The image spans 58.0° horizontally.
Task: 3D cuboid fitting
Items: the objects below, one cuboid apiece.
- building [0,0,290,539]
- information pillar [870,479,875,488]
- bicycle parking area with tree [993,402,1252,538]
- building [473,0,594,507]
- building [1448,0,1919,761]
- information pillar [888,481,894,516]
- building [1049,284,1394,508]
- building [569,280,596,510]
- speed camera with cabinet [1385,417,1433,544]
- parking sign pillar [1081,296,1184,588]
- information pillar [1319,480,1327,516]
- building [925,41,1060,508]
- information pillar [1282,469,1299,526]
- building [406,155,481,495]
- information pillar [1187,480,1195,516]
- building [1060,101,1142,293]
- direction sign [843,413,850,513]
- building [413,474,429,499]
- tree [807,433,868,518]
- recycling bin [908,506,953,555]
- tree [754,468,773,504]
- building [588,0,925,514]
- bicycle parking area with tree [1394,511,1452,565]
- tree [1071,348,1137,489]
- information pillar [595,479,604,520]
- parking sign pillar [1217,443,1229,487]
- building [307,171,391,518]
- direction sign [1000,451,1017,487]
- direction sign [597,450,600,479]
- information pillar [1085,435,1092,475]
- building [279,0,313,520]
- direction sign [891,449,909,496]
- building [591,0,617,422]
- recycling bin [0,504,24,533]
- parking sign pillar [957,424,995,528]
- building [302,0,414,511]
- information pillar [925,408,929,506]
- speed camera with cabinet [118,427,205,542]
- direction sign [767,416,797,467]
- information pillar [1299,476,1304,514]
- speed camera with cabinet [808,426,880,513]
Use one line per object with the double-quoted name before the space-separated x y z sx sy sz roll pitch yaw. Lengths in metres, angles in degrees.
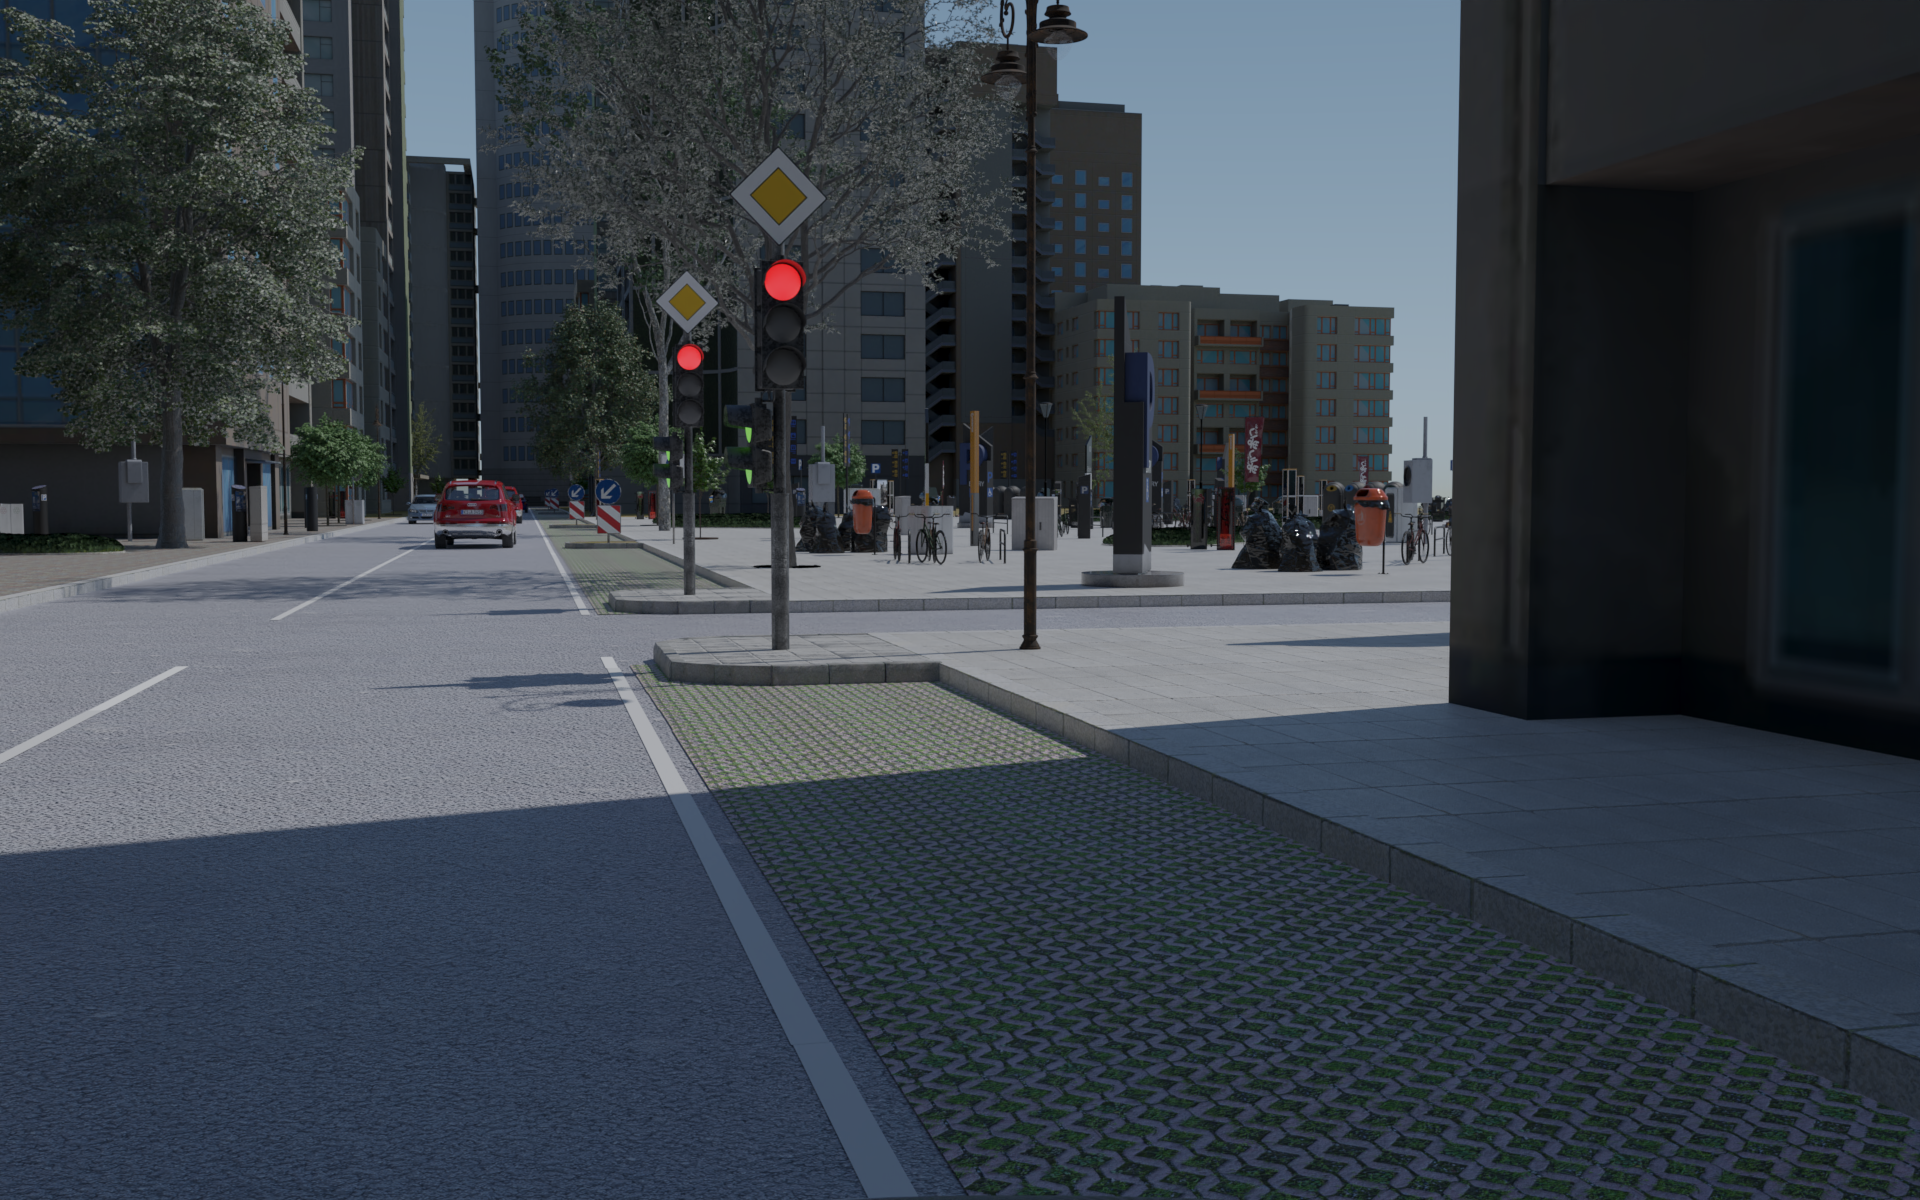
"building" -29.487 -24.683 53.677 14.600 45.320 14.200 -1 4 -14
"information pillar" -4.318 -5.051 87.071 0.304 2.012 0.304 -2 4 -28
"bicycle parking area with tree" 5.199 -4.138 54.665 8.231 4.147 9.016 0 4 0
"building" -37.650 -39.485 187.578 28.212 58.520 21.231 -1 4 -14
"building" 15.899 -23.113 1.606 21.300 48.544 21.600 -1 4 -14
"information pillar" -3.909 -5.625 96.468 0.304 2.012 0.304 3 5 40
"building" 22.755 -19.898 170.366 28.899 21.520 27.650 -1 4 -14
"building" -20.933 -19.086 157.089 27.650 21.520 28.899 -1 4 -14
"speed camera with cabinet" 11.647 -3.099 45.005 0.660 3.252 2.038 0 4 -5
"parking sign pillar" 2.430 -2.190 24.278 1.447 3.967 1.447 1 4 12
"information pillar" 18.750 -5.196 89.441 0.304 2.012 0.304 -1 4 -9
"building" 0.499 -31.783 169.758 14.200 45.320 14.600 -1 4 -14
"information pillar" 9.640 -2.826 50.704 0.304 2.012 0.304 -1 4 -20
"building" -64.415 -30.314 187.516 23.993 40.220 32.217 -1 4 -14
"information pillar" 11.754 -5.115 88.121 0.304 2.012 0.304 -1 4 -15
"building" 11.555 -33.487 197.627 14.200 45.320 14.600 -1 4 -14
"direction sign" -3.189 -3.473 48.788 0.379 3.537 0.876 0 4 7
"building" -62.231 -30.343 150.738 28.867 44.769 22.147 -1 4 -14
"tree" -6.525 -6.665 92.686 4.285 4.588 4.351 0 3 0
"recycling bin" -0.631 -1.490 36.911 0.722 1.027 0.722 -3 5 -44
"tree" -9.264 -5.403 82.936 1.663 3.219 1.824 0 3 0
"building" -14.619 -41.482 116.486 20.563 71.187 20.611 -1 4 -14
"bicycle parking area with tree" 12.577 -2.815 33.032 8.231 4.147 9.016 2 4 35
"tree" 7.938 -8.386 87.474 4.737 8.622 4.395 0 3 0
"information pillar" -17.875 -4.985 85.989 0.304 2.012 0.304 2 4 32
"parking sign pillar" 13.714 -6.236 90.437 1.447 3.967 1.447 1 4 17
"building" -49.837 -15.822 103.724 27.650 21.520 28.899 -1 4 -14
"direction sign" 2.539 -6.015 90.335 0.876 3.537 0.379 0 4 8
"direction sign" -18.437 -5.900 88.454 0.379 3.537 0.876 0 4 -5
"information pillar" 5.097 -4.735 68.772 0.183 3.616 0.504 2 4 27
"building" -41.836 -27.733 77.129 21.300 48.544 21.600 -1 4 -14
"direction sign" -3.013 -5.815 87.076 0.876 3.537 0.379 1 4 12
"building" -21.295 -27.564 134.271 14.154 41.232 14.086 -1 4 -14
"recycling bin" -24.499 -1.942 44.313 0.722 1.027 0.722 2 4 30
"parking sign pillar" 0.657 -4.918 68.884 1.447 3.967 1.447 -2 4 -28
"building" -47.837 -27.045 125.778 14.154 41.232 14.086 -1 4 -14
"information pillar" -0.905 -3.416 47.211 0.183 3.616 0.504 0 4 -4
"speed camera with cabinet" -21.811 -3.239 47.287 2.038 3.252 0.660 -2 4 -32
"direction sign" -5.150 -3.554 50.108 0.876 3.537 0.379 -1 4 -15
"information pillar" 13.671 -4.000 69.898 0.304 2.012 0.304 -2 4 -26
"speed camera with cabinet" -3.385 -3.451 50.764 2.038 3.252 0.660 -1 4 -18
